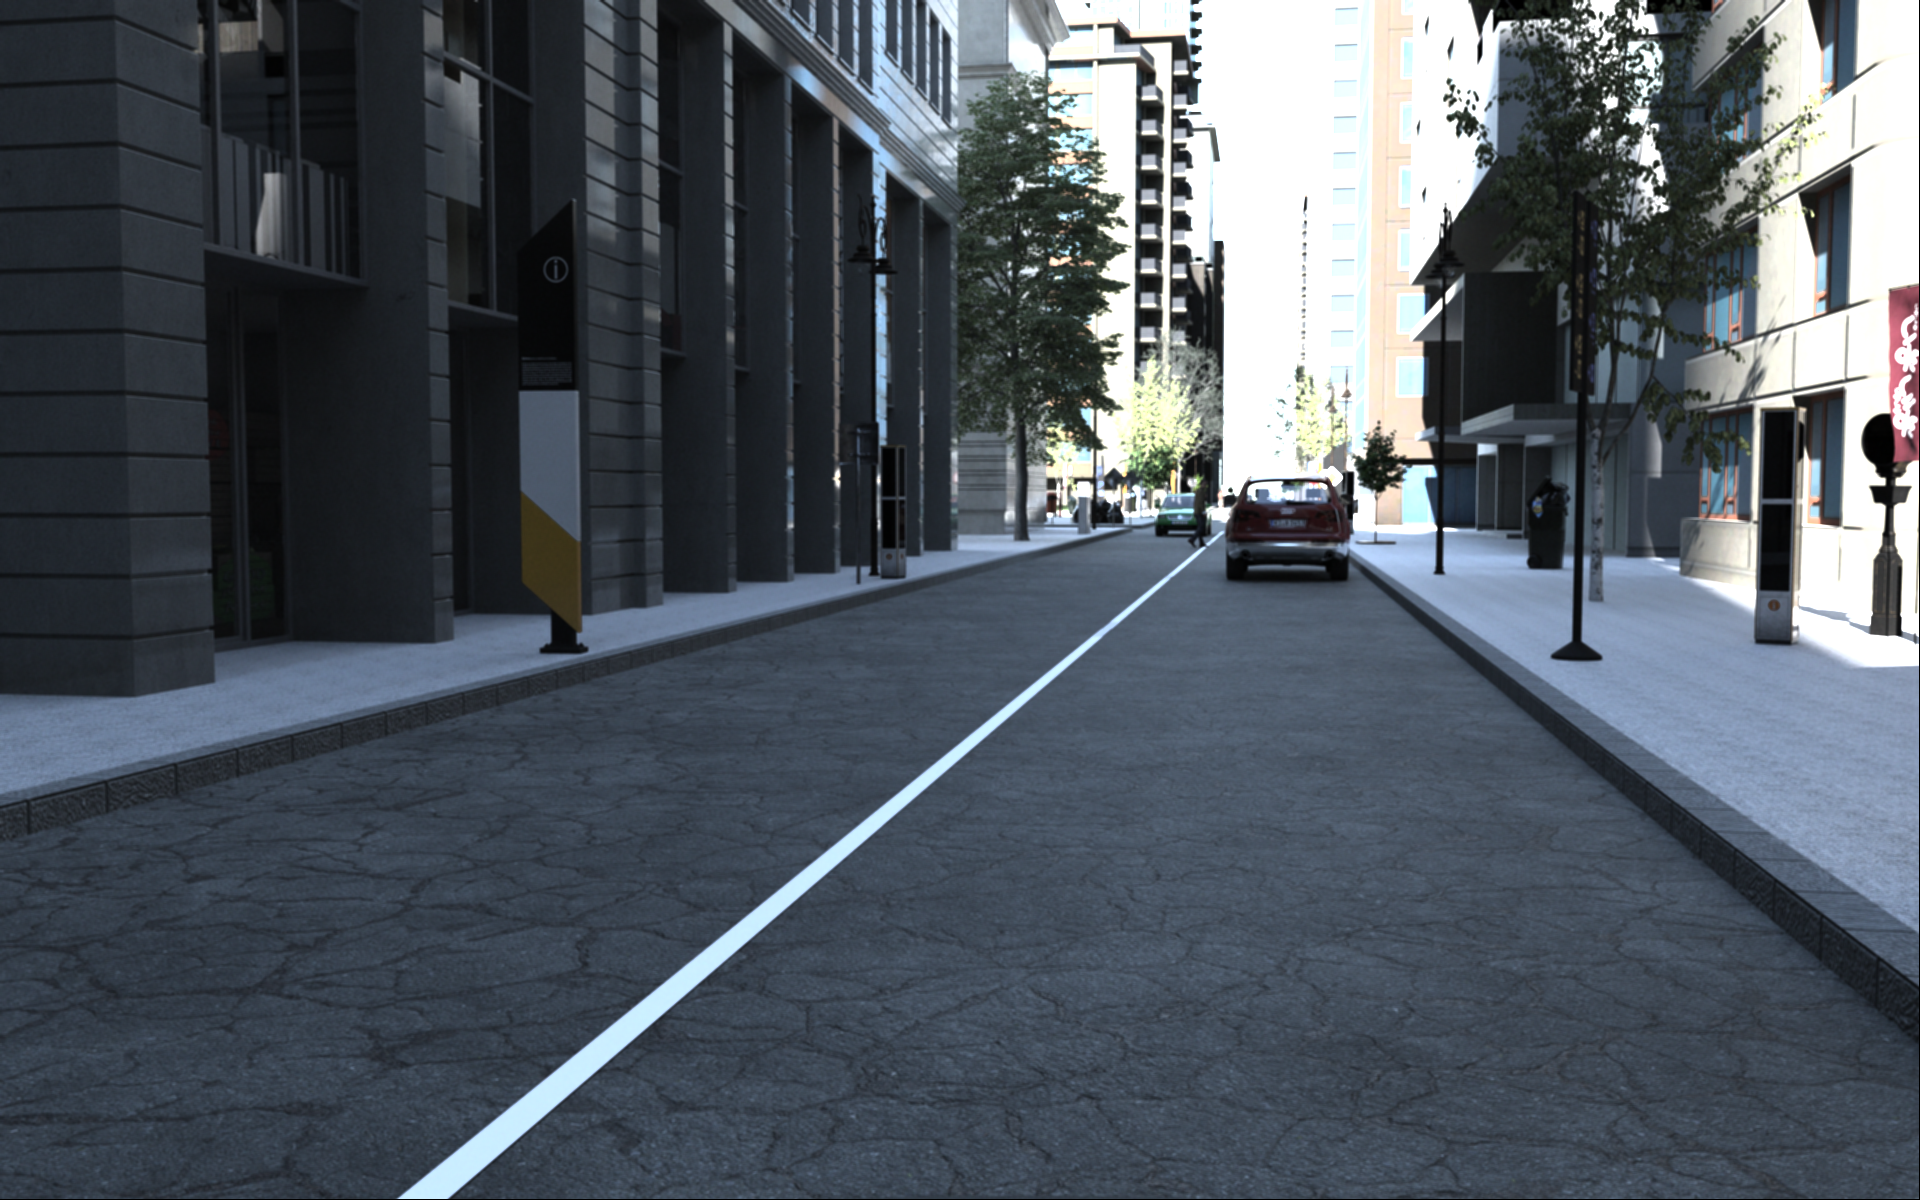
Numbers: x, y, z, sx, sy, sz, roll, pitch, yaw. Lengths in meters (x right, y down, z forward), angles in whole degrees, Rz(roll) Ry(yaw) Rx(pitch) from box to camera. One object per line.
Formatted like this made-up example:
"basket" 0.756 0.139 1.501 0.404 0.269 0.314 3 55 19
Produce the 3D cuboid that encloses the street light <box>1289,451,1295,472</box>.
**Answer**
"street light" 35.630 -12.961 184.706 0.468 5.910 1.993 1 4 10

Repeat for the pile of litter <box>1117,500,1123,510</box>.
"pile of litter" 13.276 -7.862 142.502 1.719 0.858 1.176 -2 4 -29

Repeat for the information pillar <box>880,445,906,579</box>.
"information pillar" -1.014 -1.332 26.273 0.304 2.012 0.304 1 4 23

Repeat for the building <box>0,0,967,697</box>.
"building" -7.929 -15.165 25.435 11.434 29.767 29.804 1 4 10

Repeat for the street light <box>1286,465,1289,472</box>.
"street light" 42.002 -15.128 220.134 0.468 5.910 1.993 1 4 10

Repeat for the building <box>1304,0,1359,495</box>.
"building" 42.687 -37.756 159.307 21.231 58.520 28.212 1 4 10

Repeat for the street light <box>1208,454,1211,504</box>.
"street light" 26.512 -12.919 184.016 0.468 5.910 1.993 1 4 10

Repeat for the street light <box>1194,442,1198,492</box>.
"street light" 20.216 -10.755 148.631 0.468 5.910 1.993 1 4 10

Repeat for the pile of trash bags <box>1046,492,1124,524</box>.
"pile of trash bags" 5.326 -4.004 75.221 3.447 1.369 1.912 -1 4 -10

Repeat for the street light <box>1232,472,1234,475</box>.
"street light" 47.488 -20.089 301.238 0.468 5.910 1.993 1 4 10

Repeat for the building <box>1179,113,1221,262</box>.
"building" 22.058 -40.156 245.787 28.713 52.752 27.495 1 4 10

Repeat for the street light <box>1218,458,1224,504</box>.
"street light" 34.830 -15.752 230.338 0.468 5.910 1.993 1 4 10

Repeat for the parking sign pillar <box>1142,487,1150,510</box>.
"parking sign pillar" 14.180 -9.016 135.878 1.447 3.967 1.447 3 5 42

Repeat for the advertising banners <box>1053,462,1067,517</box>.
"advertising banners" 5.592 -6.158 96.864 0.090 3.025 2.074 -1 4 -18

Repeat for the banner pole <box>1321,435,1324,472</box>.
"banner pole" 15.203 -5.057 72.694 0.401 3.779 0.863 1 4 8

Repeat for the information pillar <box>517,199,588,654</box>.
"information pillar" -3.284 -1.380 13.911 0.504 3.616 0.183 0 4 8

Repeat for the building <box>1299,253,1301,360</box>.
"building" 59.064 -36.017 243.494 22.147 44.769 28.867 1 4 10

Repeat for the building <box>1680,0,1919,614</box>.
"building" 22.454 -10.095 10.099 27.650 21.520 28.899 1 4 10

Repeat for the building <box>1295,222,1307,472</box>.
"building" 67.086 -40.698 289.111 21.300 48.544 21.600 1 4 10

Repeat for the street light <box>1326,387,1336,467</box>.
"street light" 16.000 -6.221 74.499 0.468 5.910 1.993 1 4 10

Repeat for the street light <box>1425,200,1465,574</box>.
"street light" 7.678 -3.350 27.564 0.468 5.910 1.993 1 4 10

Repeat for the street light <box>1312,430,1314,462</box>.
"street light" 22.330 -8.373 109.679 0.468 5.910 1.993 1 4 10

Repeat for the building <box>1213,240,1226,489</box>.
"building" 38.129 -39.498 295.903 14.600 45.320 14.200 1 4 10

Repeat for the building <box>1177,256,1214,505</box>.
"building" 23.206 -26.723 208.627 14.160 30.474 14.107 1 4 10

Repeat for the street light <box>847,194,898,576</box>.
"street light" -1.345 -3.318 27.031 0.468 5.910 1.993 1 4 10

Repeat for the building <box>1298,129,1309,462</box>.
"building" 48.792 -32.614 187.864 22.147 44.769 28.867 1 4 10

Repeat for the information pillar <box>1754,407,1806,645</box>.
"information pillar" 7.016 -0.632 14.817 0.304 2.012 0.304 3 4 36

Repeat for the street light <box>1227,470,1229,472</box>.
"street light" 41.184 -17.944 266.176 0.468 5.910 1.993 1 4 10

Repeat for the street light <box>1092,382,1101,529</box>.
"street light" 4.906 -5.527 63.159 0.468 5.910 1.993 1 4 10

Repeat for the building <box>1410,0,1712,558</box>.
"building" 26.830 -27.879 45.064 28.713 52.752 27.495 1 4 10

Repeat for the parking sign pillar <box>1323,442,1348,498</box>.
"parking sign pillar" 19.413 -6.201 89.860 1.447 3.967 1.447 3 4 37

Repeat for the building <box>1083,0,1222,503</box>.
"building" 30.450 -58.742 273.096 22.319 86.520 31.000 1 4 10

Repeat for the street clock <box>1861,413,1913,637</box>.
"street clock" 8.376 -0.675 15.609 0.358 2.002 0.471 -1 4 -20

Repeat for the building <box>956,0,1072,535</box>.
"building" -7.321 -13.710 60.319 21.152 22.565 11.583 1 4 10

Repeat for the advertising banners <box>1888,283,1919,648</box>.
"advertising banners" 7.994 -1.078 13.814 0.090 3.025 2.074 0 4 -4

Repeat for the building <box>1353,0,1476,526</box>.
"building" 24.558 -25.922 73.940 14.200 45.320 14.600 1 4 10

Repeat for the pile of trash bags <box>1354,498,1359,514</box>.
"pile of trash bags" 25.367 -6.244 111.838 1.912 1.369 3.447 -1 4 -20

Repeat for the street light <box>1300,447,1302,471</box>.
"street light" 29.411 -10.816 149.628 0.468 5.910 1.993 1 4 10

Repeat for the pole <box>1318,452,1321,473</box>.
"pole" 17.379 -5.490 83.605 0.158 3.312 0.155 0 3 0

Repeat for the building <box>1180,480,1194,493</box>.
"building" 10.028 -30.480 190.230 32.217 40.220 23.993 1 4 10

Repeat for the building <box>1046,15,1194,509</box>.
"building" 10.471 -31.099 163.099 22.147 44.769 28.867 1 4 10

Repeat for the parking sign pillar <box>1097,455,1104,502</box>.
"parking sign pillar" 9.669 -7.980 118.937 1.447 3.967 1.447 0 4 2

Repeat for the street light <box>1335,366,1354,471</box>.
"street light" 13.993 -5.507 62.823 0.468 5.910 1.993 1 4 10

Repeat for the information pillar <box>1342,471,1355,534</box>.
"information pillar" 12.431 -3.120 55.502 0.304 2.012 0.304 -1 4 -15
